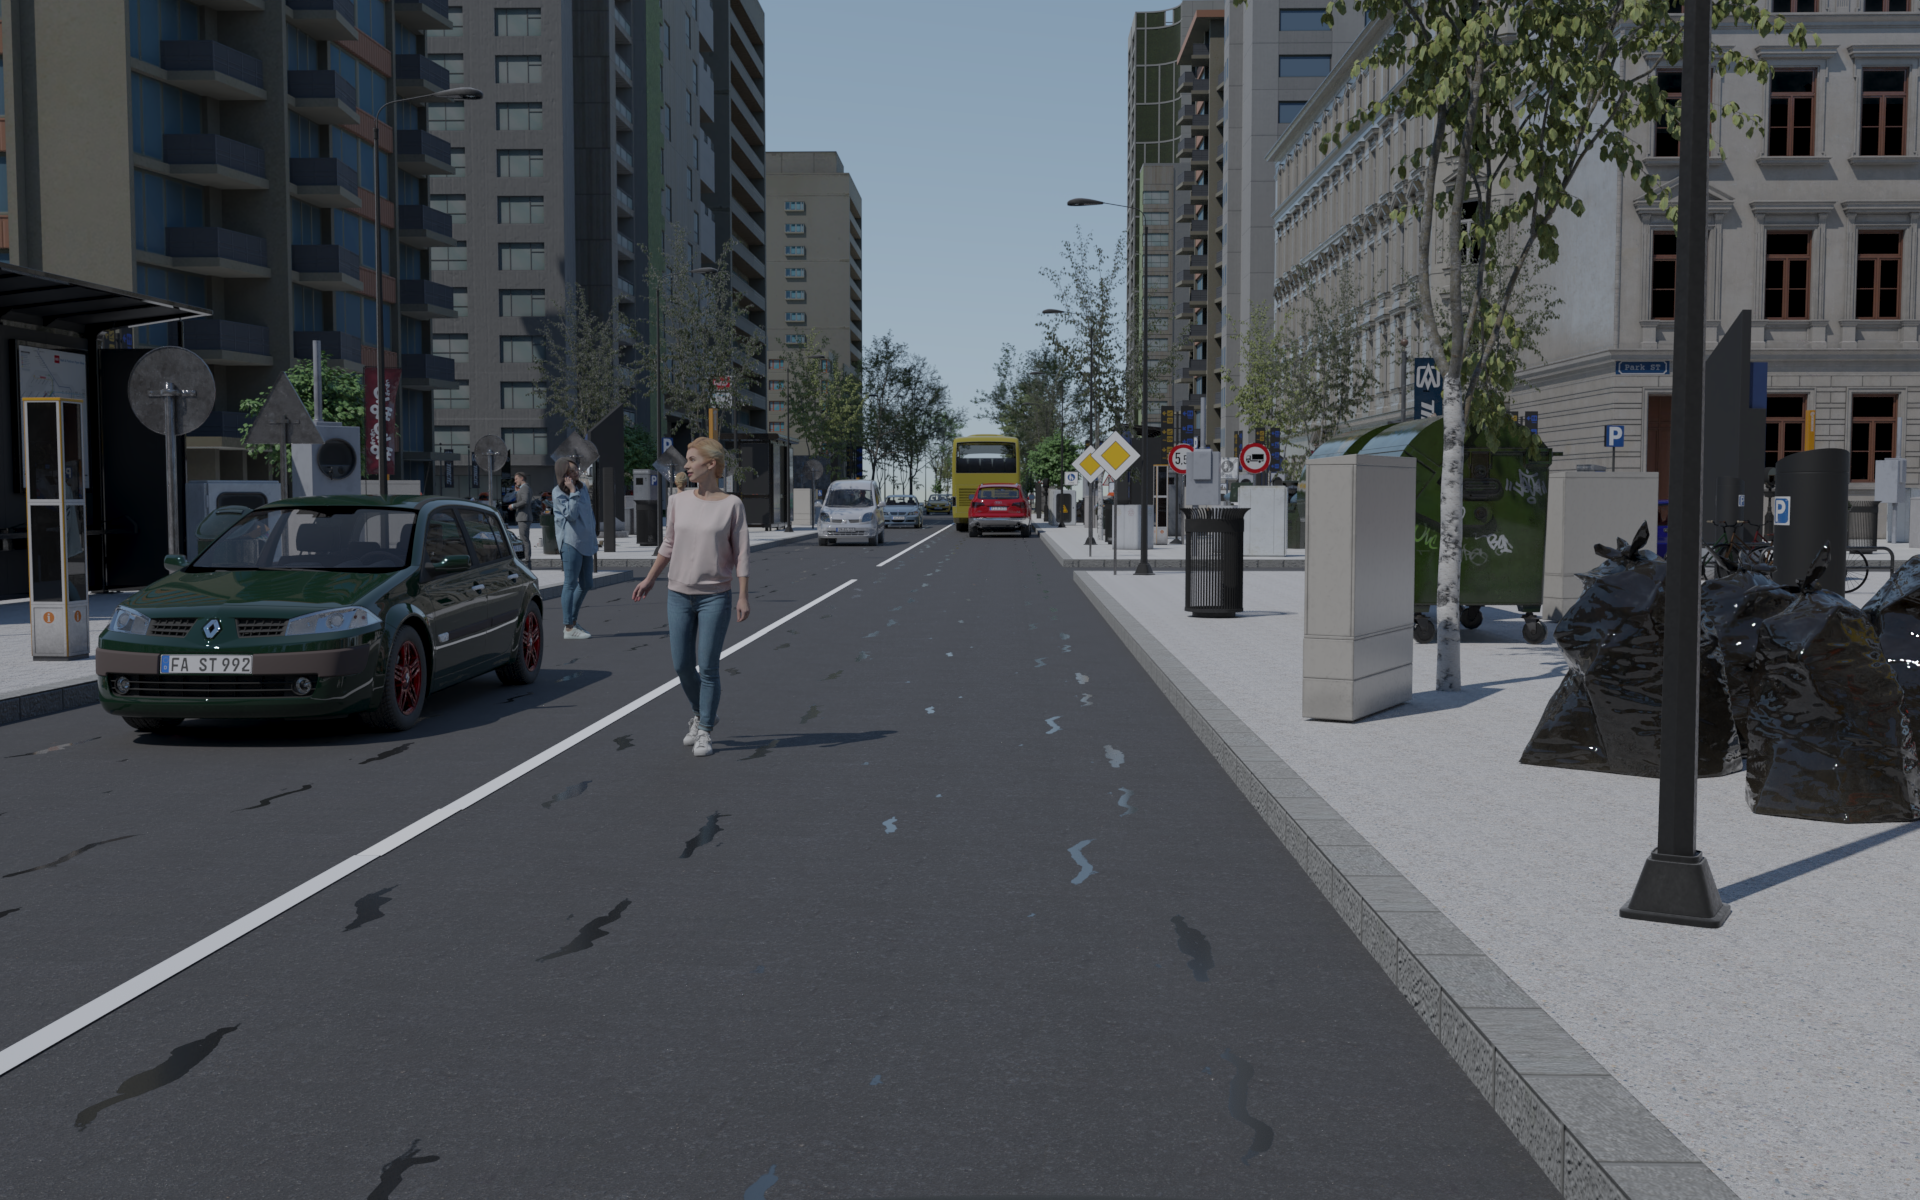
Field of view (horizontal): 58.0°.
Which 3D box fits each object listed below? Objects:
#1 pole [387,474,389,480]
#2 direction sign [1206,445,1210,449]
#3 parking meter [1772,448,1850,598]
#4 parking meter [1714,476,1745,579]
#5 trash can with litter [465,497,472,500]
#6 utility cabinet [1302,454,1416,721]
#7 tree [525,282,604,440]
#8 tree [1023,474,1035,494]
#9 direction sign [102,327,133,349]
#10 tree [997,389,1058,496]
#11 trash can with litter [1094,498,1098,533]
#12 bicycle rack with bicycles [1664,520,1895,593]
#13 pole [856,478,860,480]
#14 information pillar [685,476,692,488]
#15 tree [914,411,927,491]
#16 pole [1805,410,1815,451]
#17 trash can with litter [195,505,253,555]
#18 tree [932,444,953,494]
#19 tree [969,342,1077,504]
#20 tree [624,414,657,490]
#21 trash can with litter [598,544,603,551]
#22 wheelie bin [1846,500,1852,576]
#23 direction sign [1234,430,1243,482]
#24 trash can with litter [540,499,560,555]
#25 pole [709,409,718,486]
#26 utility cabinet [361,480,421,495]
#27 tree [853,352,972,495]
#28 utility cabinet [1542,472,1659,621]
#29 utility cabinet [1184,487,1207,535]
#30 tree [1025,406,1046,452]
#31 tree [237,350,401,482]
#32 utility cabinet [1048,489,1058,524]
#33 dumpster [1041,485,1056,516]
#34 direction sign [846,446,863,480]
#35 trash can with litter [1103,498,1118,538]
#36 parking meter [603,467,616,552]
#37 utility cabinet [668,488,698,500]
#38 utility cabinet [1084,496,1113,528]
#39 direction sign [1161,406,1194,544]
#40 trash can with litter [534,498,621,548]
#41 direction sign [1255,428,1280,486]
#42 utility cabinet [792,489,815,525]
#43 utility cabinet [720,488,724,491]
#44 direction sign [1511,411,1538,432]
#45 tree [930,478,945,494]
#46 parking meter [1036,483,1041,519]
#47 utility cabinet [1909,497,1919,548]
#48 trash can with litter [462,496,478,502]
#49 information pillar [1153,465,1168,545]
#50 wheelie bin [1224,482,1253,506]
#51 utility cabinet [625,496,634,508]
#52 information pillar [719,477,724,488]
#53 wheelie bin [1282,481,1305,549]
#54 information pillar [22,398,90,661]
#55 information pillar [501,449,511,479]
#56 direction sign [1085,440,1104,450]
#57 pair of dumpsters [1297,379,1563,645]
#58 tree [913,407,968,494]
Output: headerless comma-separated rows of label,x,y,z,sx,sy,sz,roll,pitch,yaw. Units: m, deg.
pole,-11.950,-2.579,36.007,0.158,3.312,0.155,0,3,0
direction sign,11.001,-5.333,79.194,0.876,3.537,0.379,0,4,-5
parking meter,4.787,-0.083,9.770,0.372,1.533,0.369,0,3,0
parking meter,11.095,-1.013,24.978,0.372,1.533,0.369,0,3,0
trash can with litter,-20.053,-3.687,71.663,0.624,1.170,1.055,3,4,37
utility cabinet,2.347,-0.092,10.177,0.318,1.500,1.173,2,4,30
tree,-12.700,-6.685,59.665,4.360,8.622,3.978,0,3,0
tree,6.183,-9.809,154.973,1.663,3.219,1.824,0,3,0
direction sign,-11.106,-1.892,22.926,0.379,3.537,0.876,0,4,-3
tree,7.121,-15.857,177.395,7.486,12.596,7.792,0,3,0
trash can with litter,4.883,-2.725,55.933,1.055,1.170,0.624,-1,4,-9
bicycle rack with bicycles,10.771,-0.588,23.002,2.925,0.926,2.852,0,4,-4
pole,-6.355,-6.985,108.042,0.158,3.312,0.155,0,3,0
information pillar,-11.303,-4.063,70.929,0.304,2.012,0.304,-2,4,-28
tree,-4.158,-10.801,126.962,4.360,8.622,3.978,0,3,0
pole,20.653,-2.954,42.147,0.158,3.312,0.155,0,3,0
trash can with litter,-7.053,-0.318,16.579,0.624,1.170,1.055,0,4,0
tree,-2.113,-18.381,250.897,4.737,8.622,4.395,0,3,0
tree,8.058,-22.061,216.578,12.611,20.169,13.585,0,3,0
tree,-13.765,-5.368,71.473,4.285,4.588,4.351,0,3,0
trash can with litter,-8.624,-1.688,38.989,0.624,1.170,1.055,3,5,41
wheelie bin,12.774,-1.090,25.722,0.693,1.594,0.980,0,4,6
direction sign,9.950,-4.281,61.985,0.379,3.537,0.876,-1,4,-9
trash can with litter,-8.380,-1.554,36.790,1.055,1.170,0.624,0,4,-1
pole,-5.885,-2.910,41.416,0.158,3.312,0.155,0,3,0
utility cabinet,-9.366,-1.185,28.060,1.173,1.500,0.318,-2,4,-31
tree,-4.149,-14.594,148.977,12.009,13.543,11.850,0,3,0
utility cabinet,6.448,-0.537,17.458,1.173,1.500,0.318,-1,4,-21
utility cabinet,7.035,-2.742,53.509,1.173,1.500,0.318,1,4,13
tree,6.808,-11.382,136.463,4.737,8.622,4.395,0,3,0
tree,-14.123,-3.357,38.601,4.285,4.588,4.351,0,3,0
utility cabinet,3.947,-3.921,72.788,0.318,1.500,1.173,1,4,11
dumpster,5.028,-5.641,97.984,1.264,1.857,1.865,0,4,1
direction sign,-4.984,-5.503,81.974,0.876,3.537,0.379,2,4,27
trash can with litter,4.742,-2.403,50.671,1.055,1.170,0.624,2,4,24
parking meter,-7.741,-1.989,38.236,0.255,1.863,0.399,-1,4,-10
utility cabinet,-9.634,-3.177,60.624,1.173,1.500,0.318,0,4,0
utility cabinet,5.231,-3.318,65.410,1.020,1.237,0.306,1,4,17
direction sign,5.581,-3.214,44.542,0.876,3.537,0.379,-1,4,-11
trash can with litter,-9.457,-1.916,42.391,2.233,1.210,1.678,0,4,-7
direction sign,10.476,-4.102,59.057,0.876,3.537,0.379,-1,4,-9
utility cabinet,-6.495,-3.805,70.887,1.173,1.500,0.318,2,4,34
utility cabinet,-9.478,-3.578,67.184,1.173,1.500,0.318,1,4,13
direction sign,15.334,-3.388,47.386,0.876,3.537,0.379,0,4,3
tree,-2.288,-11.831,188.037,1.663,3.219,1.824,0,3,0
parking meter,4.111,-5.167,90.191,0.255,1.863,0.399,0,4,3
utility cabinet,22.761,-1.814,40.818,0.306,1.237,1.020,0,4,4
trash can with litter,-13.907,-2.415,50.536,2.233,1.210,1.678,-1,4,-21
information pillar,5.044,-2.388,43.531,0.304,2.012,0.304,-1,4,-9
wheelie bin,7.580,-2.365,46.578,0.980,1.594,0.693,1,4,16
utility cabinet,-12.612,-3.433,67.298,1.020,1.237,0.306,-3,5,-40
information pillar,-12.683,-6.161,92.079,0.183,3.616,0.504,-3,4,-36
wheelie bin,7.868,-2.003,40.660,0.980,1.594,0.693,3,5,41
information pillar,-6.968,-0.543,13.368,0.304,2.012,0.304,0,4,4
information pillar,-23.373,-5.988,89.263,0.504,3.616,0.183,-1,4,-21
direction sign,5.642,-4.943,72.810,0.876,3.537,0.379,-2,4,-24
pair of dumpsters,4.418,-0.872,16.755,1.574,2.255,4.437,0,4,1
tree,-2.557,-16.943,202.766,9.928,11.665,9.643,0,3,0
